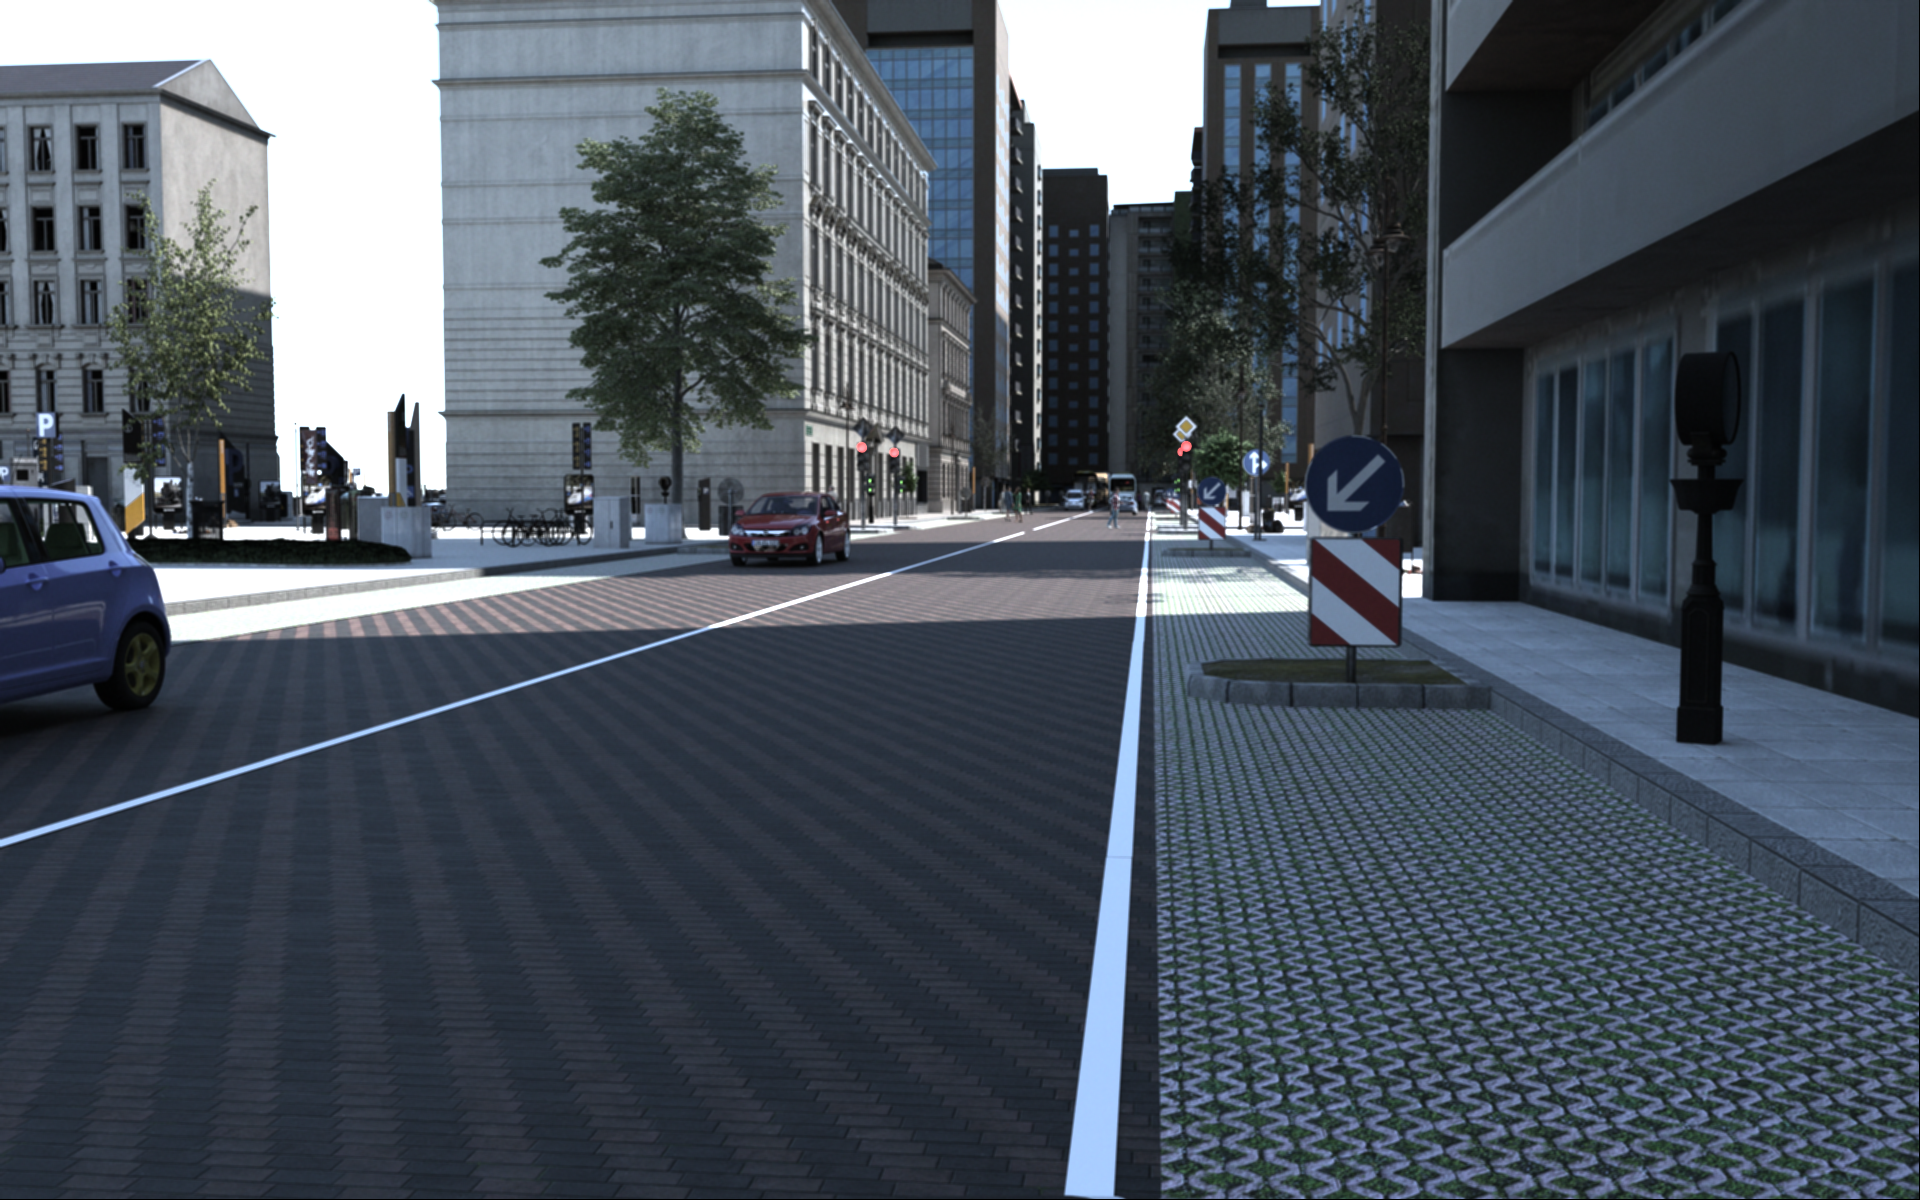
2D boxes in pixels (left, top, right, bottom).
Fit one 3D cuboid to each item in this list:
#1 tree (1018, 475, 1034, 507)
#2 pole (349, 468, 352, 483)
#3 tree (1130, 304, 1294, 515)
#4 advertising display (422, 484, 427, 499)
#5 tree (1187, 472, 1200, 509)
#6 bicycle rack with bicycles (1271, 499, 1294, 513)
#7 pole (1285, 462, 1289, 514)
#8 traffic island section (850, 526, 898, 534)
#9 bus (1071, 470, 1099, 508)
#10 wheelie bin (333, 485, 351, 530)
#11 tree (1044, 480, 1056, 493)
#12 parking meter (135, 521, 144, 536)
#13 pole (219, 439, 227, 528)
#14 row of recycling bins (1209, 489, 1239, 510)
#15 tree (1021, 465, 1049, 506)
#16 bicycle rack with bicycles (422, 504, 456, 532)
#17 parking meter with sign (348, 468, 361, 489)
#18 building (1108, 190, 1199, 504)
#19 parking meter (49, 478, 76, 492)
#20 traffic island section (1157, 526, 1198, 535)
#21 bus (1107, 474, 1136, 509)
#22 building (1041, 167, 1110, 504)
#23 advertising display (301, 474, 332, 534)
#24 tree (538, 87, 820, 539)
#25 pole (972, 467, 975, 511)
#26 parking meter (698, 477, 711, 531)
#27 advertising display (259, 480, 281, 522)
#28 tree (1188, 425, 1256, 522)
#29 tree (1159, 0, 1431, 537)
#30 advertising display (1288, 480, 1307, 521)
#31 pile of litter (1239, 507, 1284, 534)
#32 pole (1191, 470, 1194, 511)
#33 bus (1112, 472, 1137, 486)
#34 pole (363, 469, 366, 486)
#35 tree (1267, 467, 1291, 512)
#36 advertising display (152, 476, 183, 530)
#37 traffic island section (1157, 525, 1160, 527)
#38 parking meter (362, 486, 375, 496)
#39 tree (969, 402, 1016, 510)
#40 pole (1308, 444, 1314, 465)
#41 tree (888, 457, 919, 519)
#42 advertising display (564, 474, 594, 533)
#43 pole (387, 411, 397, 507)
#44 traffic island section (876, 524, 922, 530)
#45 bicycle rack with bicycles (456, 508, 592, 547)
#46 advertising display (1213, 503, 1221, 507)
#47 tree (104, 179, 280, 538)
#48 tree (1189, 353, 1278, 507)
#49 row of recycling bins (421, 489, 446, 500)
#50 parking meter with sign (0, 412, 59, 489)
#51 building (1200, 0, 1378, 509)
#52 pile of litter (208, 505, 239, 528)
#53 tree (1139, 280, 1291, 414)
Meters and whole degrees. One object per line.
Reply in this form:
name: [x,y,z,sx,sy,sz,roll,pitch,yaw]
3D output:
tree: [6.753,-11.128,176.541,1.663,3.219,1.824,0,3,0]
pole: [-47.773,-8.678,135.721,0.158,3.312,0.155,0,3,0]
tree: [14.899,-11.450,104.209,9.611,12.733,9.660,0,3,0]
advertising display: [-33.338,-6.275,107.807,0.123,1.923,0.974,-2,4,-27]
tree: [20.543,-9.553,150.799,1.663,3.219,1.824,0,3,0]
bicycle rack with bicycles: [22.511,-6.469,119.147,2.852,0.926,2.925,2,4,28]
pole: [21.042,-7.194,111.458,0.158,3.312,0.155,0,3,0]
traffic island section: [-3.558,-2.517,63.431,2.009,0.180,2.903,0,4,6]
bus: [13.285,-11.755,183.737,2.896,3.916,12.252,0,4,4]
wheelie bin: [-22.382,-3.355,62.760,0.980,1.594,0.693,0,4,8]
tree: [11.245,-13.963,222.896,1.663,3.219,1.824,0,3,0]
parking meter: [-25.301,-2.741,53.219,0.372,1.533,0.369,0,3,0]
pole: [-27.569,-4.336,64.744,0.158,3.312,0.155,0,3,0]
row of recycling bins: [20.894,-7.932,136.798,1.069,1.692,3.534,-3,5,-44]
tree: [8.347,-12.791,192.854,4.285,4.588,4.351,0,3,0]
bicycle rack with bicycles: [-18.300,-2.836,59.753,2.925,0.926,2.852,1,4,11]
parking meter with sign: [-39.578,-7.127,112.786,0.543,3.016,1.738,0,4,2]
building: [27.238,-33.774,235.792,14.086,41.232,14.154,0,4,6]
parking meter: [-14.164,-1.159,27.366,0.372,1.533,0.369,0,3,0]
traffic island section: [8.112,-2.438,62.142,2.009,0.180,2.903,0,4,6]
bus: [15.761,-10.629,168.649,2.948,3.499,13.247,0,4,5]
building: [13.138,-35.885,236.832,14.200,45.320,14.600,0,4,6]
advertising display: [-20.651,-3.084,55.643,0.974,1.923,0.123,-3,5,-43]
tree: [-7.832,-7.982,48.629,7.486,12.596,7.792,0,3,0]
pole: [1.020,-8.341,130.220,0.158,3.312,0.155,0,3,0]
parking meter: [-8.970,-3.366,60.741,0.399,1.863,0.255,-2,4,-31]
advertising display: [-32.259,-4.634,80.986,0.974,1.923,0.123,-2,4,-35]
tree: [12.442,-5.975,81.413,4.285,4.588,4.351,0,3,0]
tree: [7.473,-6.044,33.236,8.767,10.594,7.601,2,4,32]
advertising display: [15.906,-4.658,81.377,0.974,1.923,0.123,1,4,9]
pile of litter: [9.883,-2.611,56.649,1.719,0.858,1.176,-1,4,-17]
pole: [17.895,-8.540,133.477,0.158,3.312,0.155,0,3,0]
bus: [17.836,-12.105,189.461,2.896,3.916,12.252,0,4,6]
pole: [-47.997,-8.921,139.708,0.158,3.312,0.155,0,3,0]
tree: [22.952,-7.886,123.531,1.663,3.219,1.824,0,3,0]
advertising display: [-28.263,-3.462,61.813,0.974,1.923,0.123,-2,4,-35]
traffic island section: [8.988,-2.923,70.079,2.009,0.180,2.903,0,4,6]
parking meter: [-17.875,-2.691,52.412,0.372,1.533,0.369,0,3,0]
tree: [2.223,-11.531,138.897,4.360,8.622,3.978,0,3,0]
pole: [14.234,-4.676,70.292,0.158,3.312,0.155,0,3,0]
tree: [-2.735,-5.870,90.574,1.663,3.219,1.824,0,3,0]
advertising display: [-12.479,-3.153,56.758,0.974,1.923,0.123,-2,4,-32]
pole: [-13.921,-2.974,42.474,0.158,3.312,0.155,0,3,0]
traffic island section: [-2.682,-3.002,71.368,2.009,0.180,2.903,0,4,6]
bicycle rack with bicycles: [-10.568,-1.835,43.391,2.925,0.926,2.852,-3,5,-39]
advertising display: [12.679,-4.930,85.815,0.123,1.923,0.974,2,4,35]
tree: [-18.271,-5.540,40.943,4.737,8.622,4.395,0,3,0]
tree: [14.132,-8.580,90.653,4.360,8.622,3.978,0,3,0]
row of recycling bins: [-39.948,-7.603,131.425,3.534,1.692,1.069,3,5,42]
parking meter with sign: [-19.729,-2.444,36.224,0.543,3.016,1.738,1,4,19]
building: [29.129,-31.043,157.657,14.600,45.320,14.200,0,4,6]
pile of litter: [-28.095,-3.196,66.215,1.176,0.858,1.719,1,4,12]
tree: [20.914,-17.460,141.361,12.611,20.169,13.585,0,3,0]
